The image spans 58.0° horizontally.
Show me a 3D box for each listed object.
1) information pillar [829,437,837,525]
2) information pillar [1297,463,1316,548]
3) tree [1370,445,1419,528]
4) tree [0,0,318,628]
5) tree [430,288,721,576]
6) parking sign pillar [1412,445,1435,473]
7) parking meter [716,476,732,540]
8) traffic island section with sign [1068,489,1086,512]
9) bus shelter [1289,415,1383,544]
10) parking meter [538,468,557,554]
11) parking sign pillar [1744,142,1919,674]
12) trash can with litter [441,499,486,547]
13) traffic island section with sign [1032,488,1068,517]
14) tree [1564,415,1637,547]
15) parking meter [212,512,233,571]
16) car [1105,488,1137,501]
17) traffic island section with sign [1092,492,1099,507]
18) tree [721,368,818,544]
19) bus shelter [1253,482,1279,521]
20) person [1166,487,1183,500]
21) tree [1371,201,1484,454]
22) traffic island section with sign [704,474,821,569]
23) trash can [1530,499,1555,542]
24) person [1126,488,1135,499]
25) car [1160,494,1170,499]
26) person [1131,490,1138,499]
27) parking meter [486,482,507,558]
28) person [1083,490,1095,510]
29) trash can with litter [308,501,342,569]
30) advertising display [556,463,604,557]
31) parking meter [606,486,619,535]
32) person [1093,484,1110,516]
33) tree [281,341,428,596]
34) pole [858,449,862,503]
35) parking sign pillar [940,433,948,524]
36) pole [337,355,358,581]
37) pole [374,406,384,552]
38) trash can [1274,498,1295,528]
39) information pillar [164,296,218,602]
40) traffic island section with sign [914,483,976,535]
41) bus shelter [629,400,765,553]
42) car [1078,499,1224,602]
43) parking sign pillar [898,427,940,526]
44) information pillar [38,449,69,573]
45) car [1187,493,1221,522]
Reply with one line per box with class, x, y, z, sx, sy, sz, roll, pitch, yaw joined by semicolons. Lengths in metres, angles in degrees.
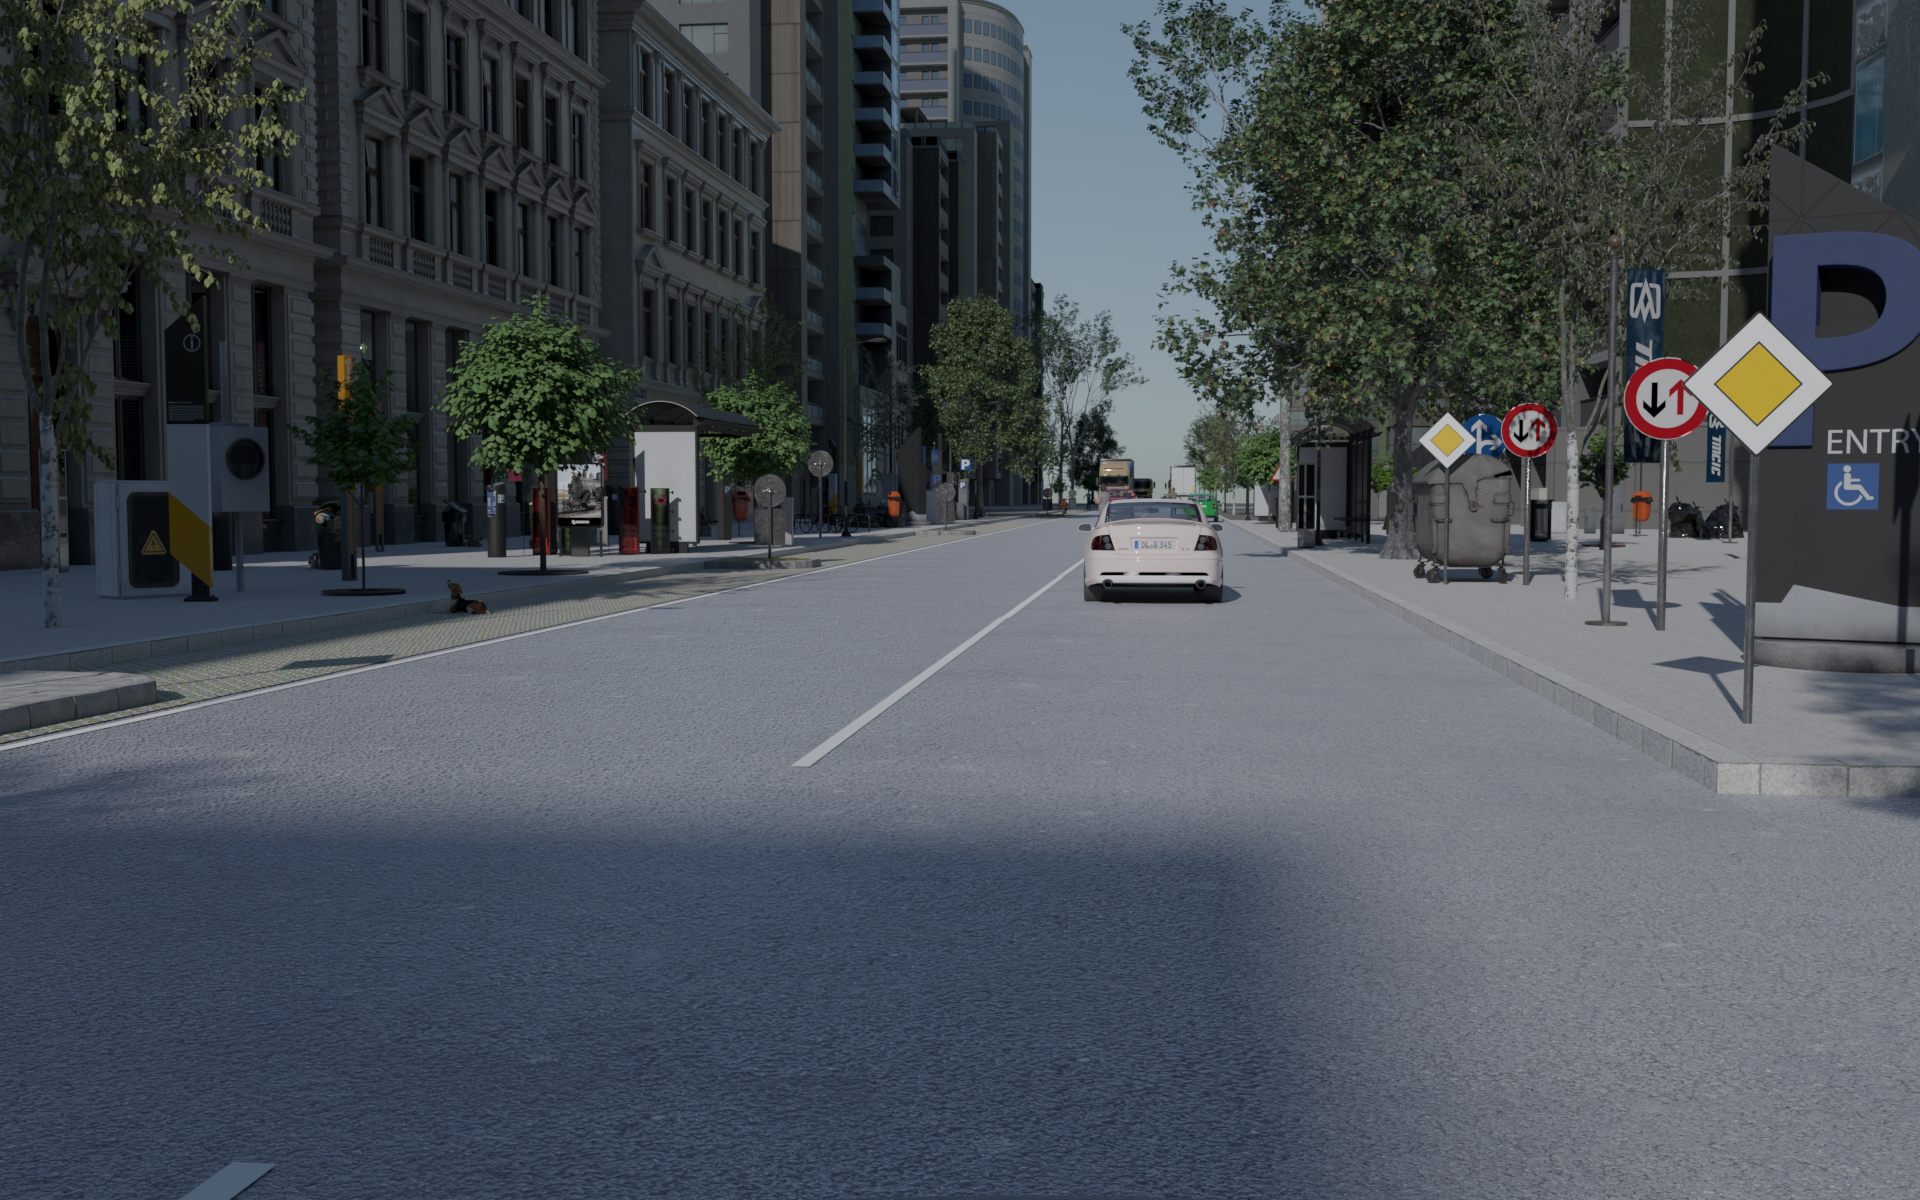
information pillar;-5.200;-4.856;70.756;0.183;3.616;0.504;-3;4;-39
information pillar;8.207;-2.234;41.010;0.304;2.012;0.304;-2;4;-23
tree;16.595;-4.379;66.195;1.663;3.219;1.824;0;3;0
tree;-8.521;-4.046;16.521;4.737;8.622;4.395;0;3;0
tree;-6.798;-2.695;27.784;4.285;4.588;4.351;0;3;0
parking sign pillar;21.679;-5.685;81.422;1.447;3.967;1.447;3;5;40
parking meter;-6.546;-2.594;48.123;0.255;1.863;0.399;3;4;38
traffic island section with sign;8.967;-7.859;137.119;1.989;1.847;2.006;0;4;7
bus shelter;10.102;-3.246;47.003;2.014;3.302;5.546;0;4;7
parking meter;-8.821;-1.916;37.041;0.255;1.863;0.399;-3;5;-40
parking sign pillar;6.713;-1.498;12.965;1.447;3.967;1.447;2;4;32
trash can with litter;-12.079;-1.885;42.204;1.055;1.170;0.624;1;4;10
traffic island section with sign;5.621;-6.200;109.999;1.989;1.847;2.006;0;4;7
tree;15.564;-2.911;42.201;1.663;3.219;1.824;0;3;0
parking meter;-12.432;-1.264;29.076;0.372;1.533;0.369;0;3;0
car;9.590;-5.903;105.186;2.281;1.827;5.304;0;4;6
traffic island section with sign;15.692;-11.196;191.677;1.989;1.847;2.006;0;4;7
tree;-5.372;-3.771;45.371;4.285;4.588;4.351;0;3;0
bus shelter;14.361;-5.225;79.345;2.014;3.302;5.546;0;4;7
person;12.618;-5.729;102.179;1.348;1.823;0.705;-1;4;-21
tree;11.800;-5.592;41.797;4.737;8.622;4.395;0;3;0
traffic island section with sign;-3.780;-1.539;33.788;1.989;1.847;2.006;0;4;7
trash can;15.579;-2.134;46.544;0.748;1.137;0.748;0;3;0
person;9.498;-5.325;96.016;0.568;1.767;0.683;1;4;21
car;25.669;-12.307;213.021;2.131;1.459;4.920;1;4;8
person;11.112;-6.292;112.305;0.756;1.711;0.436;2;4;25
parking meter;-9.373;-1.628;35.024;0.372;1.533;0.369;0;3;0
person;11.827;-9.196;158.936;1.350;1.814;0.705;3;4;37
trash can with litter;-10.872;-1.114;29.600;0.624;1.170;1.055;-3;5;-42
advertising display;-7.758;-1.844;35.371;0.974;1.923;0.123;0;4;5
parking meter;-10.805;-2.781;53.875;0.372;1.533;0.369;0;3;0
person;4.882;-3.052;58.760;0.716;1.782;0.532;-2;4;-35
tree;-7.556;-1.676;22.009;1.663;3.219;1.824;0;3;0
pole;-4.511;-5.150;78.048;0.158;3.312;0.155;0;3;0
parking sign pillar;-1.001;-5.347;75.887;1.447;3.967;1.447;0;4;-1
pole;-9.056;-1.942;25.601;0.158;3.312;0.155;0;3;0
pole;-12.881;-2.722;38.348;0.158;3.312;0.155;0;3;0
trash can;11.689;-3.107;62.458;0.748;1.137;0.748;0;3;0
information pillar;-9.150;-1.788;20.582;0.504;3.616;0.183;0;4;-1
traffic island section with sign;-0.483;-3.175;60.542;1.989;1.847;2.006;0;4;7
bus shelter;-6.106;-2.814;39.938;2.014;3.302;5.546;0;4;7
car;2.692;-0.735;24.384;2.083;1.381;4.827;0;4;5
parking sign pillar;-1.942;-4.997;70.173;1.447;3.967;1.447;-3;5;-42
information pillar;-14.754;-1.450;28.199;0.304;2.012;0.304;0;4;-1
car;12.450;-4.925;89.313;1.959;1.807;4.718;1;4;9
